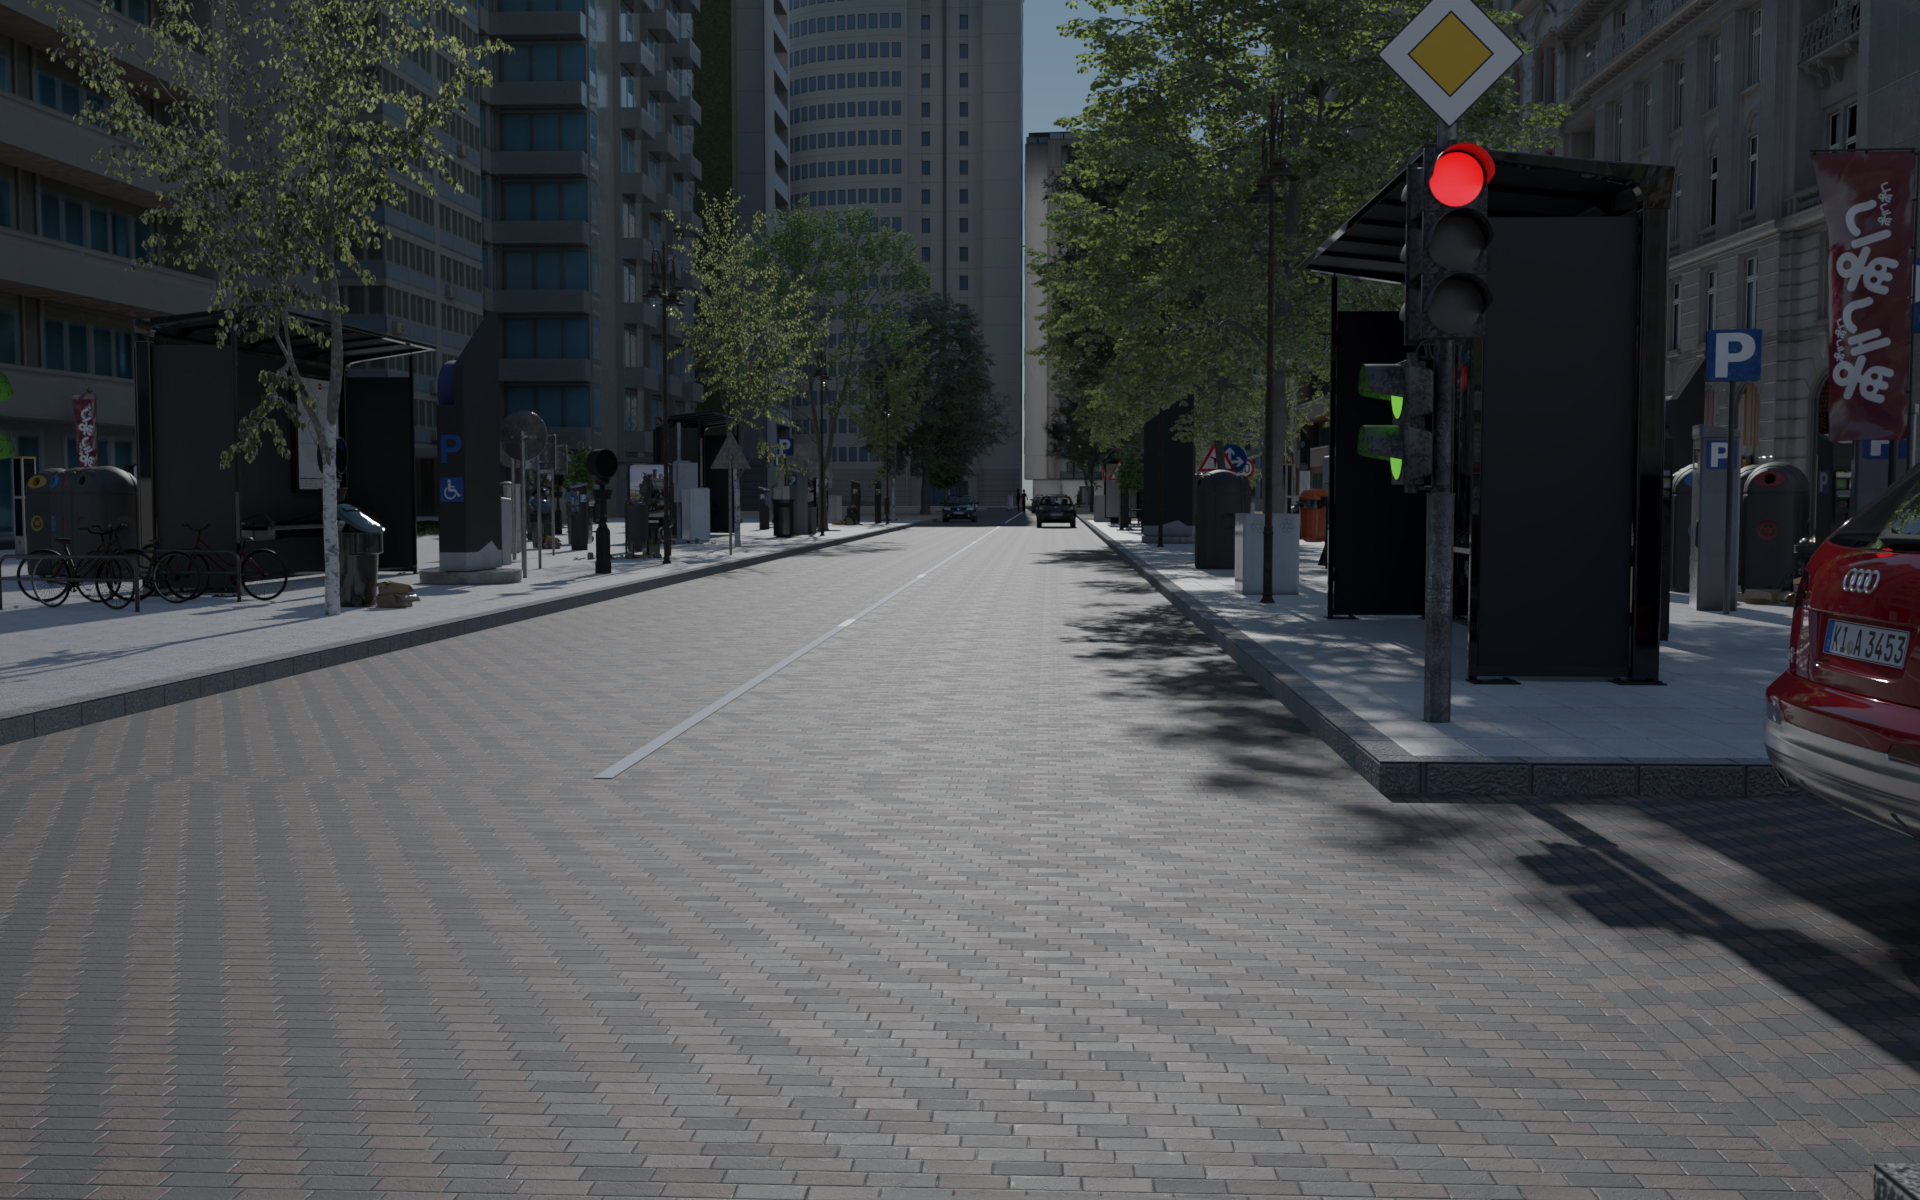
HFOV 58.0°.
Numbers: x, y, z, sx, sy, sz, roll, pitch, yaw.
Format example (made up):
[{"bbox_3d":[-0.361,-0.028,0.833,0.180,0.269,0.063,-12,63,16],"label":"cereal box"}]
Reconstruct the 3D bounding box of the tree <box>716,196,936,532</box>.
[{"bbox_3d":[-4.650,-8.184,59.565,9.928,11.665,9.643,0,3,0],"label":"tree"}]

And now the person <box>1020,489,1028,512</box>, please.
[{"bbox_3d":[5.052,-7.912,137.800,0.705,1.831,1.348,-2,4,-33],"label":"person"}]

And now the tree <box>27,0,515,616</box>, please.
[{"bbox_3d":[-6.885,-4.140,18.053,4.360,8.622,3.978,0,3,0],"label":"tree"}]

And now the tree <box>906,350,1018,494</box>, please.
[{"bbox_3d":[0.026,-14.474,147.022,12.009,13.543,11.850,0,3,0],"label":"tree"}]

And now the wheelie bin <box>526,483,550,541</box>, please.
[{"bbox_3d":[-11.734,-2.458,48.094,0.693,1.594,0.980,-1,4,-13],"label":"wheelie bin"}]

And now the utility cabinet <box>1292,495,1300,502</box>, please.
[{"bbox_3d":[15.236,-4.106,78.294,1.020,1.237,0.306,0,4,1],"label":"utility cabinet"}]

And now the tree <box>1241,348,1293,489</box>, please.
[{"bbox_3d":[14.895,-8.029,81.637,4.360,8.622,3.978,0,3,0],"label":"tree"}]

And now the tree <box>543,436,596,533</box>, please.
[{"bbox_3d":[-12.640,-3.873,57.918,1.663,3.219,1.824,0,3,0],"label":"tree"}]

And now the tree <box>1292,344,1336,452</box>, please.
[{"bbox_3d":[16.971,-7.594,74.529,4.360,8.622,3.978,0,3,0],"label":"tree"}]

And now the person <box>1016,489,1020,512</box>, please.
[{"bbox_3d":[4.507,-7.761,135.022,0.705,1.869,1.348,0,4,3],"label":"person"}]

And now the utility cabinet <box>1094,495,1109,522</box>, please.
[{"bbox_3d":[6.689,-4.211,80.009,1.020,1.237,0.306,2,4,35],"label":"utility cabinet"}]

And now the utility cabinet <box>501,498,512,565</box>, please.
[{"bbox_3d":[-8.660,-1.246,31.526,1.020,1.237,0.306,2,4,23],"label":"utility cabinet"}]

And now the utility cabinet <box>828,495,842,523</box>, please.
[{"bbox_3d":[-5.553,-4.036,77.151,0.306,1.237,1.020,-2,4,-23],"label":"utility cabinet"}]

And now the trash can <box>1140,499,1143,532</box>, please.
[{"bbox_3d":[6.093,-2.673,55.363,0.748,1.137,0.748,0,3,0],"label":"trash can"}]

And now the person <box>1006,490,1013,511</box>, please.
[{"bbox_3d":[4.308,-8.539,148.787,0.621,1.740,0.551,3,5,42],"label":"person"}]

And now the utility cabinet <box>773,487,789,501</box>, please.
[{"bbox_3d":[-5.403,-2.669,52.316,0.318,1.500,1.173,0,4,4],"label":"utility cabinet"}]

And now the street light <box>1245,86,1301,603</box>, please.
[{"bbox_3d":[3.621,-2.901,20.218,0.468,5.910,1.993,0,4,3],"label":"street light"}]

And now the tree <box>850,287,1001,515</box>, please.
[{"bbox_3d":[-2.100,-12.277,107.382,9.857,13.997,8.962,0,3,0],"label":"tree"}]

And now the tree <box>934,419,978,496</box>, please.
[{"bbox_3d":[-0.662,-11.057,131.138,4.360,8.622,3.978,0,3,0],"label":"tree"}]

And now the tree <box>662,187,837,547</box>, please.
[{"bbox_3d":[-5.313,-5.590,41.763,4.360,8.622,3.978,0,3,0],"label":"tree"}]

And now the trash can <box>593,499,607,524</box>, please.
[{"bbox_3d":[-15.526,-3.854,74.661,0.748,1.137,0.748,0,3,0],"label":"trash can"}]

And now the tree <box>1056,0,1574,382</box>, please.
[{"bbox_3d":[5.123,-6.579,25.688,7.486,12.596,7.792,0,3,0],"label":"tree"}]

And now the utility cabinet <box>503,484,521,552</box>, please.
[{"bbox_3d":[-9.866,-1.801,38.127,0.318,1.500,1.173,-1,4,-18],"label":"utility cabinet"}]

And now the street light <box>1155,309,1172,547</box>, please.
[{"bbox_3d":[4.855,-4.220,41.778,0.468,5.910,1.993,0,4,3],"label":"street light"}]

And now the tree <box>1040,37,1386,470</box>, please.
[{"bbox_3d":[5.151,-6.180,35.462,7.601,10.594,8.767,1,4,14],"label":"tree"}]

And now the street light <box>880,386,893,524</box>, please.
[{"bbox_3d":[-3.108,-6.195,74.077,0.468,5.910,1.993,0,4,3],"label":"street light"}]

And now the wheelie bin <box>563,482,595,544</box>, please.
[{"bbox_3d":[-9.848,-2.255,44.776,0.693,1.594,0.980,0,4,2],"label":"wheelie bin"}]

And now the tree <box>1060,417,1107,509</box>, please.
[{"bbox_3d":[10.633,-11.998,146.524,4.737,8.622,4.395,0,3,0],"label":"tree"}]

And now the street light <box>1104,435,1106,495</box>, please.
[{"bbox_3d":[7.052,-6.822,84.327,0.468,5.910,1.993,0,4,3],"label":"street light"}]

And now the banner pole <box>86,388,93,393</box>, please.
[{"bbox_3d":[-20.450,-3.096,40.631,0.401,3.779,0.863,0,4,-8],"label":"banner pole"}]

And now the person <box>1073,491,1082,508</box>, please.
[{"bbox_3d":[11.232,-9.537,165.138,0.721,1.735,1.217,-3,5,-41],"label":"person"}]

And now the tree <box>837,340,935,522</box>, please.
[{"bbox_3d":[-3.314,-7.931,80.036,4.737,8.622,4.395,0,3,0],"label":"tree"}]

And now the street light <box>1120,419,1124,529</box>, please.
[{"bbox_3d":[5.914,-5.528,63.169,0.468,5.910,1.993,0,4,3],"label":"street light"}]

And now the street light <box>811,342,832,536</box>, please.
[{"bbox_3d":[-4.218,-4.901,52.918,0.468,5.910,1.993,0,4,3],"label":"street light"}]

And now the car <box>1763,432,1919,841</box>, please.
[{"bbox_3d":[5.372,0.206,5.299,5.304,1.827,2.281,0,4,4],"label":"car"}]

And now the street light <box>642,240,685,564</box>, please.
[{"bbox_3d":[-5.406,-3.607,31.762,0.468,5.910,1.993,0,4,3],"label":"street light"}]

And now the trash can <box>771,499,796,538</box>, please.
[{"bbox_3d":[-5.171,-2.392,50.762,0.748,1.137,0.748,0,3,0],"label":"trash can"}]

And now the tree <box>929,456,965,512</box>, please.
[{"bbox_3d":[-1.116,-8.645,125.063,4.285,4.588,4.351,0,3,0],"label":"tree"}]

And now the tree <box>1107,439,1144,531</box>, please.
[{"bbox_3d":[5.986,-4.023,60.373,1.663,3.219,1.824,0,3,0],"label":"tree"}]

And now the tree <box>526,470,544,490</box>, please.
[{"bbox_3d":[-15.337,-4.288,64.709,1.663,3.219,1.824,0,3,0],"label":"tree"}]
